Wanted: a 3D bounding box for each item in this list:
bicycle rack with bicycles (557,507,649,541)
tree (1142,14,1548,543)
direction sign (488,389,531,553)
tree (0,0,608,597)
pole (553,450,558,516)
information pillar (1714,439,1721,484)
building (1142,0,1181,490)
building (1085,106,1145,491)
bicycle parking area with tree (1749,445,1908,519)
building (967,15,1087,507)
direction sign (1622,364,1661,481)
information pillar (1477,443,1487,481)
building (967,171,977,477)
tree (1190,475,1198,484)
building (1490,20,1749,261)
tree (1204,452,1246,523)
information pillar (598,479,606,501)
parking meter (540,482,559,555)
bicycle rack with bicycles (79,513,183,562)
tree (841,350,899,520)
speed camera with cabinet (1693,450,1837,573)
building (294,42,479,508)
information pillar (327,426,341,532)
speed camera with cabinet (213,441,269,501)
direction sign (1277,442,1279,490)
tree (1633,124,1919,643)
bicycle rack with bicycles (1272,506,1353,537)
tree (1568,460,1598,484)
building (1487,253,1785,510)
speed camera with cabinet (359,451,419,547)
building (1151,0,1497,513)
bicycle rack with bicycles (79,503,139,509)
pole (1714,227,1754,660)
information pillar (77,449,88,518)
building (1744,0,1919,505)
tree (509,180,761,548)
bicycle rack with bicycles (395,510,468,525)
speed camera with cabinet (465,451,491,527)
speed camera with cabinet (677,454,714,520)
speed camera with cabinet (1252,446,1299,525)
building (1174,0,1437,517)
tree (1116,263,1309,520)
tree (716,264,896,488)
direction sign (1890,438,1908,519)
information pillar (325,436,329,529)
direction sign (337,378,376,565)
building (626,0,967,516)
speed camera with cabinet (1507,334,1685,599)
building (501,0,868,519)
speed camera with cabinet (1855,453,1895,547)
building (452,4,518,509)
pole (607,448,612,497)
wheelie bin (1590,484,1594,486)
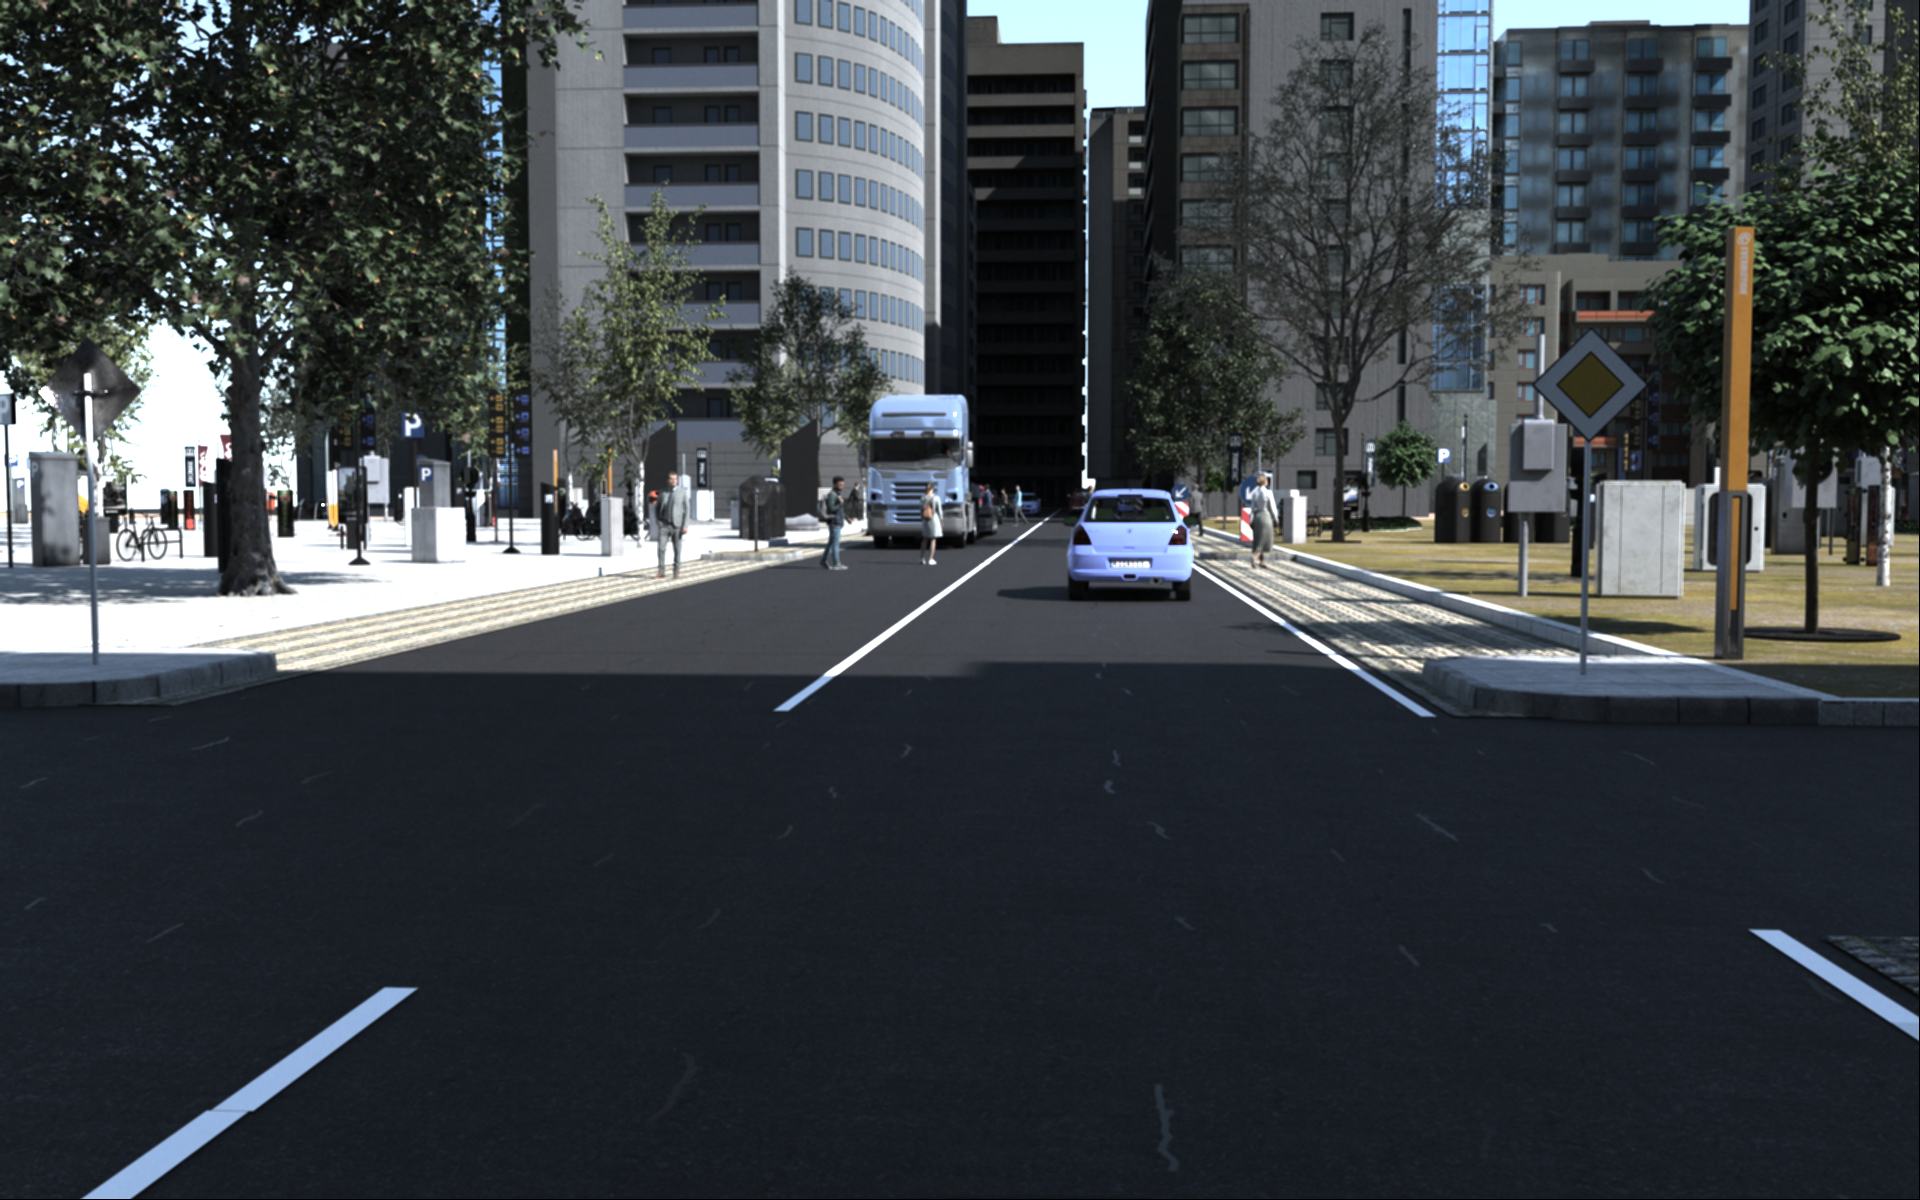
[{"bbox_3d":[-9.780,-2.148,48.503,2.925,0.926,2.852,2,4,30],"label":"bicycle rack with bicycles"},{"bbox_3d":[9.991,-8.250,45.259,12.009,13.543,11.850,0,3,0],"label":"tree"},{"bbox_3d":[-9.764,-2.789,37.605,0.876,3.537,0.379,-1,4,-8],"label":"direction sign"},{"bbox_3d":[-9.074,-6.400,21.654,9.611,12.733,9.660,0,3,0],"label":"tree"},{"bbox_3d":[-18.626,-5.257,79.794,0.158,3.312,0.155,0,3,0],"label":"pole"},{"bbox_3d":[23.352,-3.777,53.115,0.504,3.616,0.183,0,4,-3],"label":"information pillar"},{"bbox_3d":[27.068,-32.226,150.597,21.300,48.544,21.600,0,4,4],"label":"building"},{"bbox_3d":[19.936,-30.172,176.908,14.086,41.232,14.154,0,4,4],"label":"building"},{"bbox_3d":[33.745,-5.000,68.758,8.231,4.147,9.016,0,4,7],"label":"bicycle parking area with tree"},{"bbox_3d":[2.301,-34.042,180.282,21.600,48.544,21.300,0,4,4],"label":"building"},{"bbox_3d":[12.119,-2.367,30.701,0.379,3.537,0.876,-1,4,-12],"label":"direction sign"},{"bbox_3d":[23.953,-5.389,79.461,0.183,3.616,0.504,-2,4,-34],"label":"information pillar"},{"bbox_3d":[-5.584,-23.617,157.839,14.107,30.474,14.160,0,4,4],"label":"building"},{"bbox_3d":[13.555,-6.077,93.956,1.663,3.219,1.824,0,3,0],"label":"tree"},{"bbox_3d":[66.453,-34.157,178.076,30.456,49.044,23.786,0,4,4],"label":"building"},{"bbox_3d":[12.062,-5.142,78.670,1.663,3.219,1.824,0,3,0],"label":"tree"},{"bbox_3d":[-17.909,-5.027,86.686,0.304,2.012,0.304,3,5,41],"label":"information pillar"},{"bbox_3d":[-8.666,-1.724,36.598,0.372,1.533,0.369,0,3,0],"label":"parking meter"},{"bbox_3d":[-16.493,-1.225,33.416,2.852,0.926,2.925,0,4,-1],"label":"bicycle rack with bicycles"},{"bbox_3d":[-4.599,-8.186,84.209,4.737,8.622,4.395,0,3,0],"label":"tree"},{"bbox_3d":[13.175,-2.080,28.341,2.038,3.252,0.660,1,4,12],"label":"speed camera with cabinet"},{"bbox_3d":[-52.222,-29.173,160.565,14.086,41.232,14.154,0,4,4],"label":"building"},{"bbox_3d":[-21.397,-4.163,59.425,0.183,3.616,0.504,0,4,7],"label":"information pillar"},{"bbox_3d":[-25.109,-4.034,60.293,2.038,3.252,0.660,1,4,18],"label":"speed camera with cabinet"},{"bbox_3d":[13.918,-5.132,75.906,0.379,3.537,0.876,1,4,13],"label":"direction sign"},{"bbox_3d":[7.777,-1.948,15.568,4.285,4.588,4.351,0,3,0],"label":"tree"},{"bbox_3d":[10.219,-2.406,52.720,2.925,0.926,2.852,2,4,29],"label":"bicycle rack with bicycles"},{"bbox_3d":[28.683,-5.246,80.376,1.663,3.219,1.824,0,3,0],"label":"tree"},{"bbox_3d":[52.979,-18.518,147.816,28.899,21.520,27.650,0,4,4],"label":"building"},{"bbox_3d":[-13.571,-2.927,42.196,2.038,3.252,0.660,-1,4,-11],"label":"speed camera with cabinet"},{"bbox_3d":[25.704,-49.575,123.218,22.319,86.520,31.000,0,4,4],"label":"building"},{"bbox_3d":[-34.409,-3.493,70.501,2.852,0.926,2.925,-3,5,-41],"label":"bicycle rack with bicycles"},{"bbox_3d":[5.974,-1.194,13.361,0.158,3.312,0.155,0,3,0],"label":"pole"},{"bbox_3d":[-40.367,-5.409,79.789,0.183,3.616,0.504,3,5,40],"label":"information pillar"},{"bbox_3d":[78.209,-43.378,147.489,20.611,71.187,20.563,0,4,4],"label":"building"},{"bbox_3d":[-7.629,-5.565,41.354,4.737,8.622,4.395,0,3,0],"label":"tree"},{"bbox_3d":[-21.812,-3.540,71.257,2.925,0.926,2.852,0,4,0],"label":"bicycle rack with bicycles"},{"bbox_3d":[-19.070,-4.539,68.548,0.660,3.252,2.038,-2,4,-28],"label":"speed camera with cabinet"},{"bbox_3d":[-13.159,-5.573,85.448,2.038,3.252,0.660,-3,5,-44],"label":"speed camera with cabinet"},{"bbox_3d":[13.042,-4.729,71.659,0.660,3.252,2.038,-3,5,-42],"label":"speed camera with cabinet"},{"bbox_3d":[19.743,-20.238,102.600,14.160,30.474,14.107,0,4,4],"label":"building"},{"bbox_3d":[12.020,-10.334,85.963,9.611,12.733,9.660,0,3,0],"label":"tree"},{"bbox_3d":[-5.989,-8.346,70.864,7.601,10.594,8.767,1,4,14],"label":"tree"},{"bbox_3d":[31.668,-4.069,58.527,0.379,3.537,0.876,-1,4,-11],"label":"direction sign"},{"bbox_3d":[-23.092,-4.405,63.375,0.183,3.616,0.504,-2,4,-32],"label":"information pillar"},{"bbox_3d":[-10.897,-2.405,31.324,0.876,3.537,0.379,2,4,24],"label":"direction sign"},{"bbox_3d":[-10.836,-35.999,130.580,21.231,58.520,28.212,0,4,4],"label":"building"},{"bbox_3d":[7.895,-1.664,21.538,2.038,3.252,0.660,1,4,16],"label":"speed camera with cabinet"},{"bbox_3d":[-12.746,-34.243,101.868,21.231,58.520,28.212,0,4,4],"label":"building"},{"bbox_3d":[22.554,-2.956,42.671,0.660,3.252,2.038,1,4,19],"label":"speed camera with cabinet"},{"bbox_3d":[-29.065,-51.404,153.125,31.000,86.520,22.319,0,4,4],"label":"building"},{"bbox_3d":[-15.583,-5.084,76.967,0.158,3.312,0.155,0,3,0],"label":"pole"},{"bbox_3d":[19.030,-2.702,52.082,0.693,1.594,0.980,-3,4,-36],"label":"wheelie bin"}]
